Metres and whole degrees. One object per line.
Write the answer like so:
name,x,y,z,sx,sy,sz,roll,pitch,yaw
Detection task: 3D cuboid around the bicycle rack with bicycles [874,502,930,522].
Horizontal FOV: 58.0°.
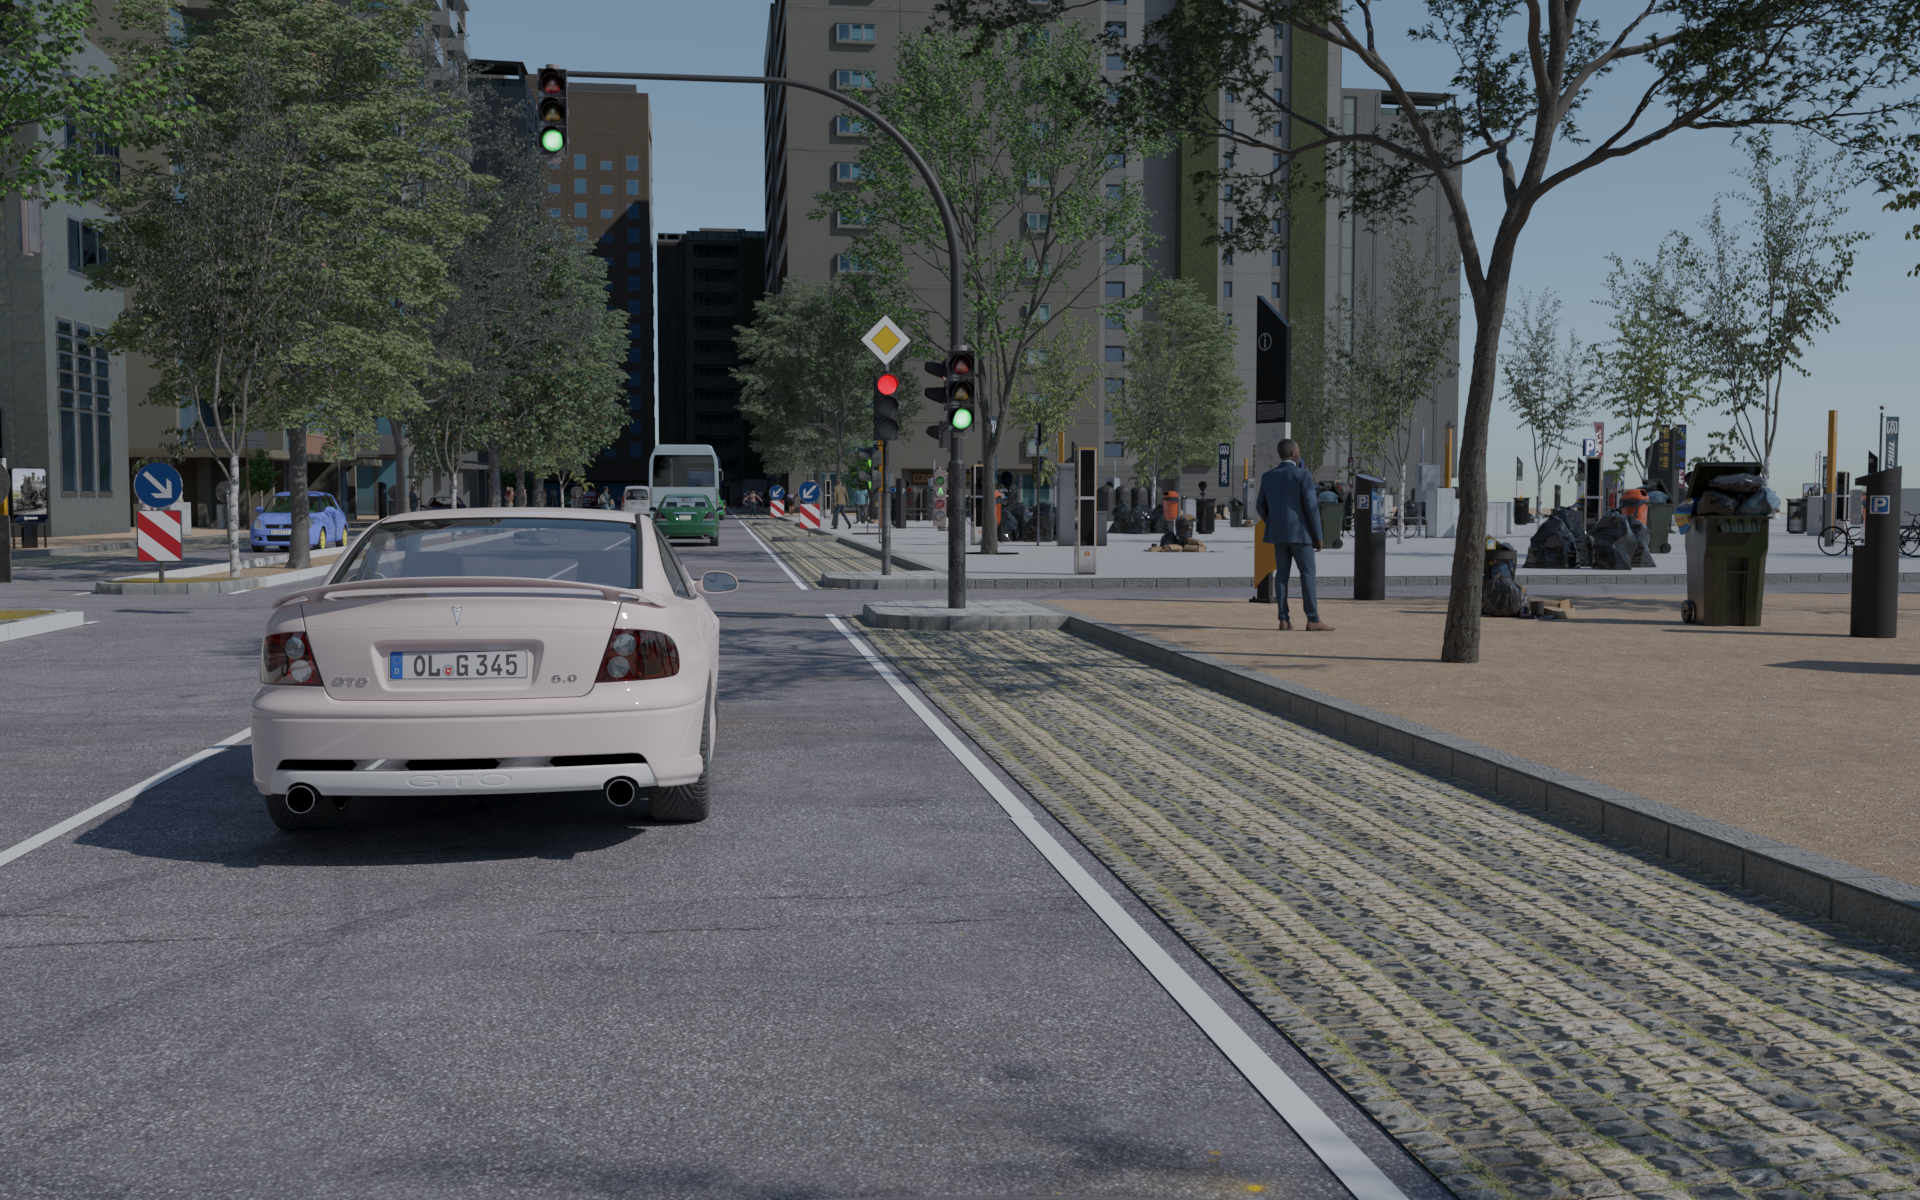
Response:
bicycle rack with bicycles,-2.865,-4.088,80.227,2.925,0.926,2.852,-3,5,-45

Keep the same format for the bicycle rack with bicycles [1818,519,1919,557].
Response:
bicycle rack with bicycles,19.600,-1.353,35.497,2.852,0.926,2.925,-2,4,-34

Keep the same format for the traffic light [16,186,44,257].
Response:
traffic light,-15.919,-3.091,25.207,4.771,5.953,1.251,0,4,-8

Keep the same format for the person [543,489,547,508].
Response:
person,-24.856,-5.749,103.217,0.721,1.735,1.217,0,4,-1

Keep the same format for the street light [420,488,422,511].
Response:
street light,-30.422,-7.635,97.618,0.468,5.910,1.993,0,4,-8

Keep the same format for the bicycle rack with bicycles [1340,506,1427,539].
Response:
bicycle rack with bicycles,12.133,-2.264,50.399,2.925,0.926,2.852,-1,4,-11

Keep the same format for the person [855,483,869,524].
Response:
person,-4.179,-4.161,74.089,0.660,1.820,0.620,1,4,12

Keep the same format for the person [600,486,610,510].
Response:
person,-18.429,-4.987,90.027,0.713,1.824,0.794,-1,4,-18

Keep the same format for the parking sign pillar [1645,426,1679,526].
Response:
parking sign pillar,28.222,-4.965,69.645,1.447,3.967,1.447,-2,4,-34

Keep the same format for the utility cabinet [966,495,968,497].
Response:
utility cabinet,0.295,-5.643,103.427,0.306,1.237,1.020,1,4,8

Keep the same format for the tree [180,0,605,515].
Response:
tree,-13.966,-7.956,42.910,12.009,13.543,11.850,0,3,0

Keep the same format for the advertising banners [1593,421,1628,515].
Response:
advertising banners,15.994,-2.829,42.445,2.074,3.025,0.090,-3,5,-42

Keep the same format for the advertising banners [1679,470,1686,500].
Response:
advertising banners,34.092,-5.146,80.326,2.074,3.025,0.090,-1,4,-9

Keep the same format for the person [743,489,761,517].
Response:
person,-12.906,-6.025,107.711,1.217,1.736,0.721,0,4,2

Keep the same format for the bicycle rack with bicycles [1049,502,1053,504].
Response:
bicycle rack with bicycles,4.034,-4.129,80.886,2.925,0.926,2.852,2,4,25

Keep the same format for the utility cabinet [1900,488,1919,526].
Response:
utility cabinet,36.028,-3.502,65.940,1.173,1.500,0.318,2,4,29

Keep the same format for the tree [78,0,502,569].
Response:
tree,-12.803,-6.886,33.176,7.486,12.596,7.792,0,3,0

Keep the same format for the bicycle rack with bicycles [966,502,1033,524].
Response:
bicycle rack with bicycles,1.336,-3.662,73.251,2.925,0.926,2.852,-1,4,-23

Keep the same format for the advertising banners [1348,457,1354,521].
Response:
advertising banners,18.921,-5.259,82.165,0.090,3.025,2.074,-1,4,-18

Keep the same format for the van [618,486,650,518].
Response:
van,-17.163,-5.207,92.154,2.013,2.044,4.112,-1,4,-10

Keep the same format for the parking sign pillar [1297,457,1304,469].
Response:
parking sign pillar,17.575,-6.251,90.670,1.447,3.967,1.447,2,4,34

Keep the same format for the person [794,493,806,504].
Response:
person,-10.075,-6.439,111.283,1.348,1.831,0.705,0,4,-5

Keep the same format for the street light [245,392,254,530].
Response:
street light,-25.228,-5.410,61.245,0.468,5.910,1.993,0,4,-8

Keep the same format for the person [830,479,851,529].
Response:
person,-4.340,-3.509,63.321,0.836,1.842,0.656,1,4,19

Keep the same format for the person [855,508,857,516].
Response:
person,-5.921,-5.805,101.712,0.466,1.731,0.760,2,4,26

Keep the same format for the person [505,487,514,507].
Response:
person,-25.476,-5.476,98.013,0.580,1.828,0.573,1,4,17

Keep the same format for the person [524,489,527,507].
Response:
person,-29.960,-6.717,118.881,0.434,1.755,0.990,-1,4,-12

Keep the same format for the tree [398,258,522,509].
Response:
tree,-15.313,-6.082,52.254,4.360,8.622,3.978,0,3,0

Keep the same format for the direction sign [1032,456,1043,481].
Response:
direction sign,4.623,-6.815,103.425,0.379,3.537,0.876,-3,5,-40

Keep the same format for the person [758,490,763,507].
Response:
person,-20.655,-10.502,178.681,0.756,1.711,0.436,-3,5,-45

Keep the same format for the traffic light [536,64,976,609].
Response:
traffic light,-2.124,-2.707,18.930,4.771,5.953,1.251,0,4,-8

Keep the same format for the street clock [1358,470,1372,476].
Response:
street clock,12.423,-2.978,53.259,0.471,2.002,0.358,-3,4,-38

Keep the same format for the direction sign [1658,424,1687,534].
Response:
direction sign,23.106,-3.929,56.243,0.876,3.537,0.379,0,4,1

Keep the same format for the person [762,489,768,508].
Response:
person,-18.267,-9.494,162.101,0.721,1.723,1.217,-2,4,-23

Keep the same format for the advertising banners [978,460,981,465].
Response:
advertising banners,1.276,-5.710,89.541,0.090,3.025,2.074,-1,4,-19

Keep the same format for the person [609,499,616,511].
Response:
person,-19.570,-5.058,96.690,0.738,1.151,1.012,0,4,2

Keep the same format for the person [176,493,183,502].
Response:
person,-29.441,-3.598,65.101,0.641,1.798,0.478,3,5,43

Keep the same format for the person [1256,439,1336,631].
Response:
person,3.132,-0.614,16.263,0.721,1.800,0.419,2,4,33

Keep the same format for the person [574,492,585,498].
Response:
person,-25.875,-6.641,117.880,0.742,1.727,0.445,-1,4,-17

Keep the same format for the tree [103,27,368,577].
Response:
tree,-11.533,-4.562,27.404,4.360,8.622,3.978,0,3,0

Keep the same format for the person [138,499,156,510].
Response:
person,-18.943,-1.911,40.411,0.731,1.740,0.598,1,4,16

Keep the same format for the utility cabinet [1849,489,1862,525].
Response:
utility cabinet,36.916,-3.811,70.990,0.318,1.500,1.173,0,4,4

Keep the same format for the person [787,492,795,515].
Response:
person,-10.432,-5.961,106.741,0.421,1.427,0.697,-2,4,-26

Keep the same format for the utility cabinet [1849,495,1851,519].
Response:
utility cabinet,46.062,-4.798,89.610,0.306,1.237,1.020,2,4,33

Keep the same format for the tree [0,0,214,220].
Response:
tree,-9.550,-5.212,13.422,9.928,11.665,9.643,0,3,0

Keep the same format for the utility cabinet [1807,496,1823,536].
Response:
utility cabinet,26.378,-2.563,53.066,0.306,1.237,1.020,0,4,-6

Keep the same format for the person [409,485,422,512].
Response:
person,-23.047,-3.951,73.276,0.590,1.801,0.661,-1,4,-20

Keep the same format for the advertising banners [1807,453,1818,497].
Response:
advertising banners,36.083,-4.716,73.297,0.090,3.025,2.074,3,4,36

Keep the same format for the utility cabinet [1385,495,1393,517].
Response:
utility cabinet,23.942,-5.286,97.580,1.020,1.237,0.306,-3,4,-37

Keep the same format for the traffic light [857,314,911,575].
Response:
traffic light,-1.186,-2.345,27.269,0.839,4.253,0.868,0,4,-8

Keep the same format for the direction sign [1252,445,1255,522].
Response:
direction sign,13.671,-5.365,79.711,0.379,3.537,0.876,2,4,33

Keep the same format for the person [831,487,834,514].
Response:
person,-8.199,-6.285,109.612,0.445,1.727,0.742,1,4,21

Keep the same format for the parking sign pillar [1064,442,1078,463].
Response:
parking sign pillar,6.252,-6.177,89.465,1.447,3.967,1.447,2,4,34
